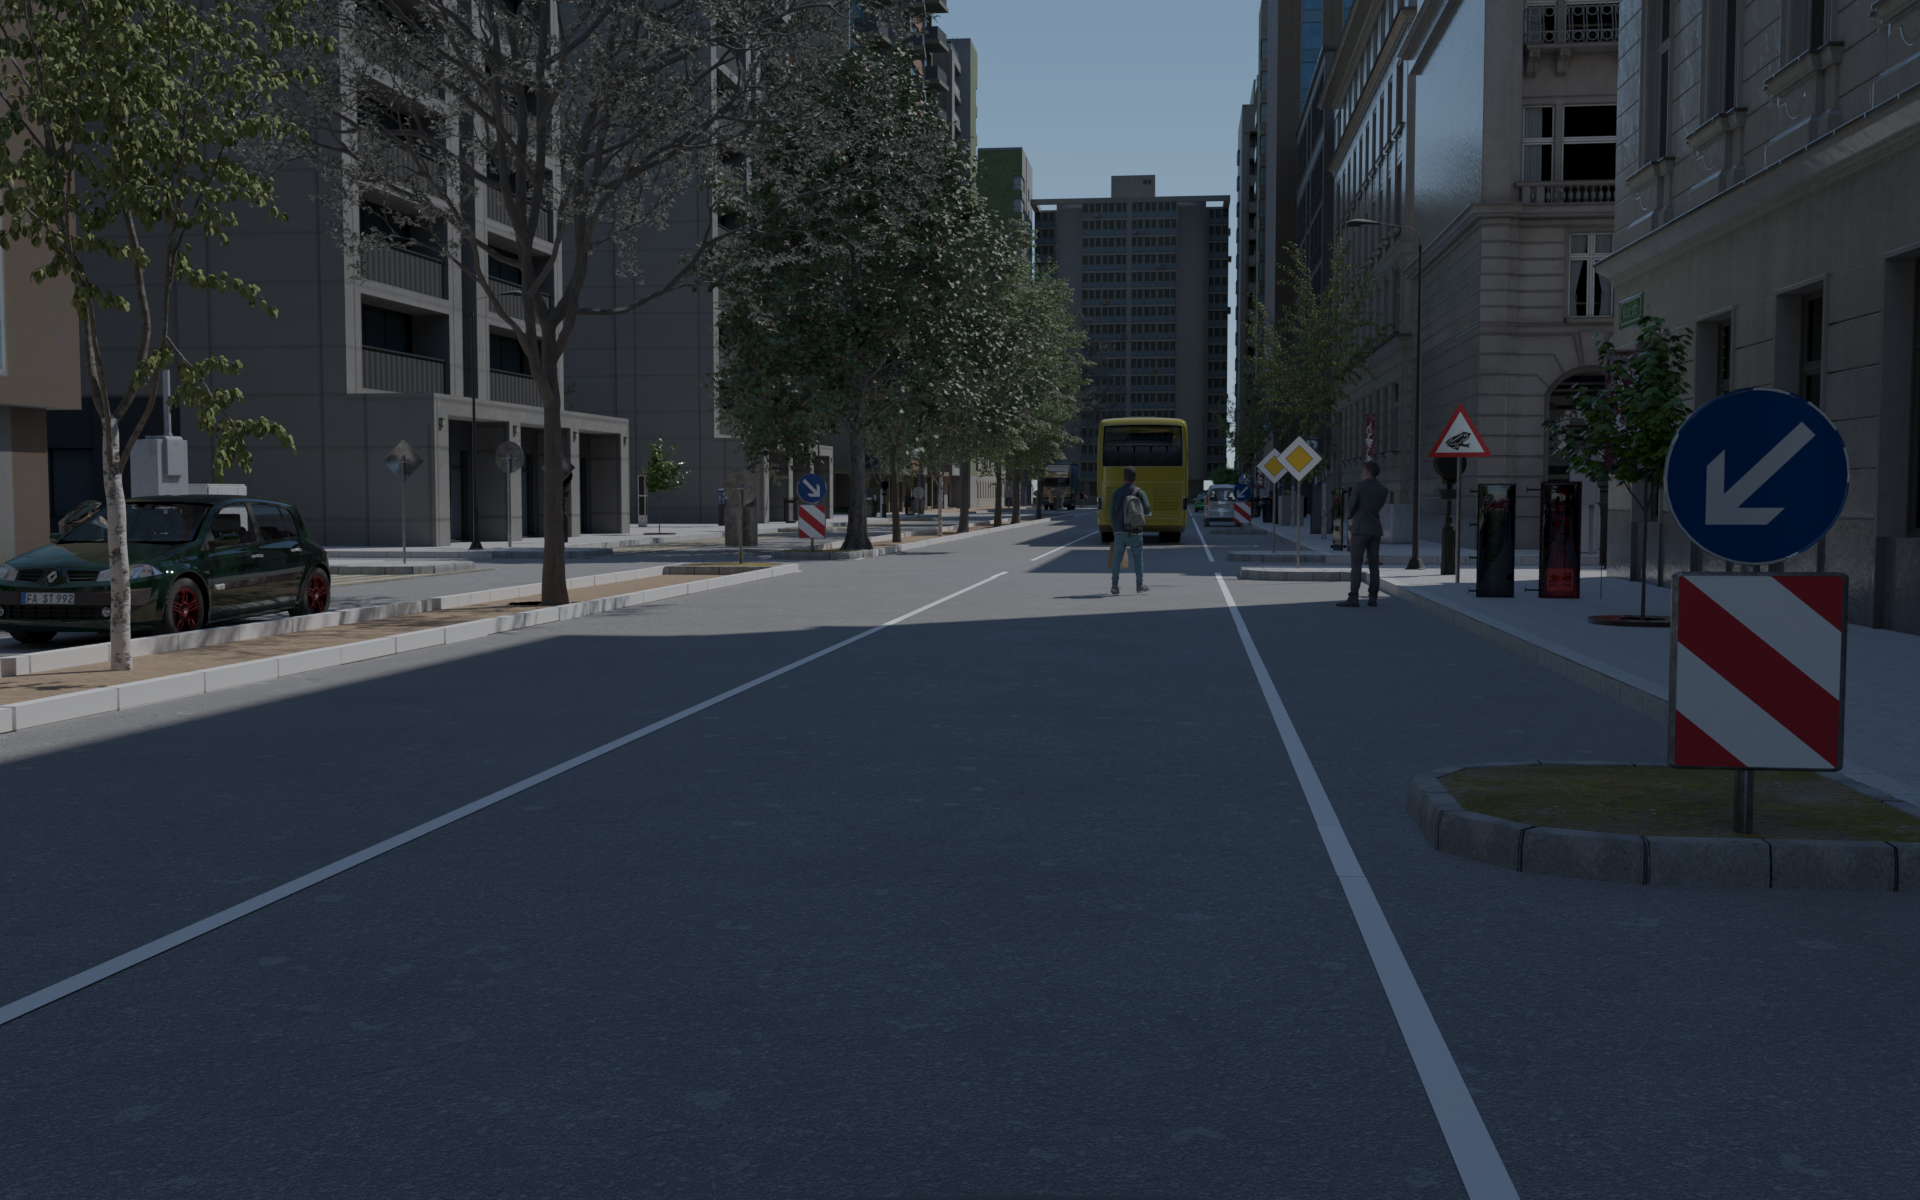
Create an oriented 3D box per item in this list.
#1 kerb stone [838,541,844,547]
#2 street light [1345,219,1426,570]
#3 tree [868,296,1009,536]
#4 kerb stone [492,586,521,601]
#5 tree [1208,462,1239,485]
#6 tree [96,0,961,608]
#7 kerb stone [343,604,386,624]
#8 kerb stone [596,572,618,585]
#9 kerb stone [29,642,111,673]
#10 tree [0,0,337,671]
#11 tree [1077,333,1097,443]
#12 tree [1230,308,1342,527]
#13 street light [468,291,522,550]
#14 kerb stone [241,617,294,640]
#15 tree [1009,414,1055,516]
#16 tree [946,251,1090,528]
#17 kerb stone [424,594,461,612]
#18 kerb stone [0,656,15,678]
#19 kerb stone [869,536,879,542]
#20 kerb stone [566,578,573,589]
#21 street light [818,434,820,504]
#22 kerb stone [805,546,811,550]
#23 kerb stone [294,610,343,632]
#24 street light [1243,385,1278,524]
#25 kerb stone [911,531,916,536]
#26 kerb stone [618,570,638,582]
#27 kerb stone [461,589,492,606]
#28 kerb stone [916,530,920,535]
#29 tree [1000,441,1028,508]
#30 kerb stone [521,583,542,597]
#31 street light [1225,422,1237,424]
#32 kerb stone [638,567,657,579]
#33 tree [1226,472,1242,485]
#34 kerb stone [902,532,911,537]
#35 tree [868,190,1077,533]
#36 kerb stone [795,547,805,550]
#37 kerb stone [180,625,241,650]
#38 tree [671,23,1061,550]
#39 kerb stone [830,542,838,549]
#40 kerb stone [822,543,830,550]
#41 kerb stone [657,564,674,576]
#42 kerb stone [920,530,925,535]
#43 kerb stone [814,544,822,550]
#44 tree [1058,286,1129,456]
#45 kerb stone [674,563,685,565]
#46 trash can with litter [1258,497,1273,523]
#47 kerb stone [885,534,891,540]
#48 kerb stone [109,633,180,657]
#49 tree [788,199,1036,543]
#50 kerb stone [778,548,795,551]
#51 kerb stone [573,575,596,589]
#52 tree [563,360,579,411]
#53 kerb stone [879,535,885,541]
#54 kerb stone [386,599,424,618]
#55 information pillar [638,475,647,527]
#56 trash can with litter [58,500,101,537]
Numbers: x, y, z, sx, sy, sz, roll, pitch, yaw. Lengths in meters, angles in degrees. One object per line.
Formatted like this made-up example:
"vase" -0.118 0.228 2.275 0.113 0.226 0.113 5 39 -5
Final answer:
"kerb stone" -3.281 -1.477 46.338 0.120 0.150 1.000 0 4 7
"street light" 7.218 -3.477 29.388 1.470 5.913 1.316 0 4 7
"tree" -0.653 -6.441 58.128 4.360 8.622 3.978 0 3 0
"kerb stone" -6.218 -0.076 23.443 0.120 0.150 1.000 0 4 7
"tree" 28.791 -12.517 188.358 4.285 4.588 4.351 0 3 0
"tree" -5.187 -6.657 21.676 12.009 13.543 11.850 0 3 0
"kerb stone" -6.735 0.172 19.384 0.120 0.150 1.000 0 4 7
"kerb stone" -5.689 -0.326 27.520 0.120 0.150 1.000 0 4 7
"kerb stone" -7.385 0.484 14.280 0.120 0.150 1.000 0 4 7
"tree" -6.767 -3.711 13.501 4.737 8.622 4.395 0 3 0
"tree" 2.583 -9.872 81.992 7.486 12.596 7.792 0 3 0
"tree" 12.731 -7.146 67.192 4.360 8.622 3.978 0 3 0
"street light" -10.649 -4.113 39.789 1.470 5.913 1.316 0 4 7
"kerb stone" -7.003 0.304 17.342 0.120 0.150 1.000 0 4 7
"tree" 3.050 -8.352 89.370 4.360 8.622 3.978 0 3 0
"tree" 1.700 -8.872 73.272 9.928 11.665 9.643 0 3 0
"kerb stone" -6.472 0.048 21.411 0.120 0.150 1.000 0 4 7
"kerb stone" -7.519 0.548 13.267 0.120 0.150 1.000 0 4 7
"kerb stone" -2.626 -1.786 51.424 0.120 0.150 1.000 0 4 7
"kerb stone" -5.960 -0.200 25.475 0.120 0.150 1.000 0 4 7
"street light" -5.803 -6.419 77.484 1.470 5.913 1.316 0 4 7
"kerb stone" -3.801 -1.221 42.277 0.120 0.150 1.000 0 4 7
"kerb stone" -6.869 0.236 18.362 0.120 0.150 1.000 0 4 7
"street light" 12.913 -6.177 73.534 1.470 5.913 1.316 0 4 7
"kerb stone" -1.710 -2.224 58.553 0.120 0.150 1.000 0 4 7
"kerb stone" -5.557 -0.388 28.533 0.120 0.150 1.000 0 4 7
"kerb stone" -6.346 -0.012 22.429 0.120 0.150 1.000 0 4 7
"kerb stone" -1.589 -2.286 59.568 0.120 0.150 1.000 0 4 7
"tree" 4.806 -13.007 163.023 4.737 8.622 4.395 0 3 0
"kerb stone" -6.089 -0.137 24.461 0.120 0.150 1.000 0 4 7
"street light" 17.779 -8.513 111.722 1.470 5.913 1.316 0 4 7
"kerb stone" -5.427 -0.445 29.547 0.120 0.150 1.000 0 4 7
"tree" 21.773 -8.658 136.153 1.663 3.219 1.824 0 3 0
"kerb stone" -1.836 -2.162 57.539 0.120 0.150 1.000 0 4 7
"tree" 0.087 -8.774 64.044 7.486 12.596 7.792 0 3 0
"kerb stone" -3.931 -1.166 41.253 0.120 0.150 1.000 0 4 7
"kerb stone" -7.125 0.361 16.322 0.120 0.150 1.000 0 4 7
"tree" -2.502 -7.507 42.204 9.611 12.733 9.660 0 3 0
"kerb stone" -3.410 -1.414 45.319 0.120 0.150 1.000 0 4 7
"kerb stone" -3.542 -1.347 44.305 0.120 0.150 1.000 0 4 7
"kerb stone" -5.304 -0.512 30.564 0.120 0.150 1.000 0 4 7
"kerb stone" -1.444 -2.348 60.584 0.120 0.150 1.000 0 4 7
"kerb stone" -3.670 -1.288 43.291 0.120 0.150 1.000 0 4 7
"tree" 4.465 -11.287 97.377 12.009 13.543 11.850 0 3 0
"kerb stone" -5.172 -0.575 31.591 0.120 0.150 1.000 0 4 7
"trash can with litter" 13.865 -4.034 77.348 1.055 1.170 0.624 -3 5 -39
"kerb stone" -2.363 -1.908 53.469 0.120 0.150 1.000 0 4 7
"kerb stone" -7.257 0.422 15.303 0.120 0.150 1.000 0 4 7
"tree" -1.788 -6.977 50.938 8.767 10.594 7.601 0 4 7
"kerb stone" -4.052 -1.102 40.238 0.120 0.150 1.000 0 4 7
"kerb stone" -5.828 -0.263 26.498 0.120 0.150 1.000 0 4 7
"tree" -18.249 -7.510 73.151 4.360 8.622 3.978 0 3 0
"kerb stone" -2.487 -1.847 52.445 0.120 0.150 1.000 0 4 7
"kerb stone" -6.613 0.111 20.399 0.120 0.150 1.000 0 4 7
"information pillar" -12.312 -3.834 67.178 0.304 2.012 0.304 0 4 3
"trash can with litter" -16.162 -1.233 31.548 1.055 1.170 0.624 1 4 17
